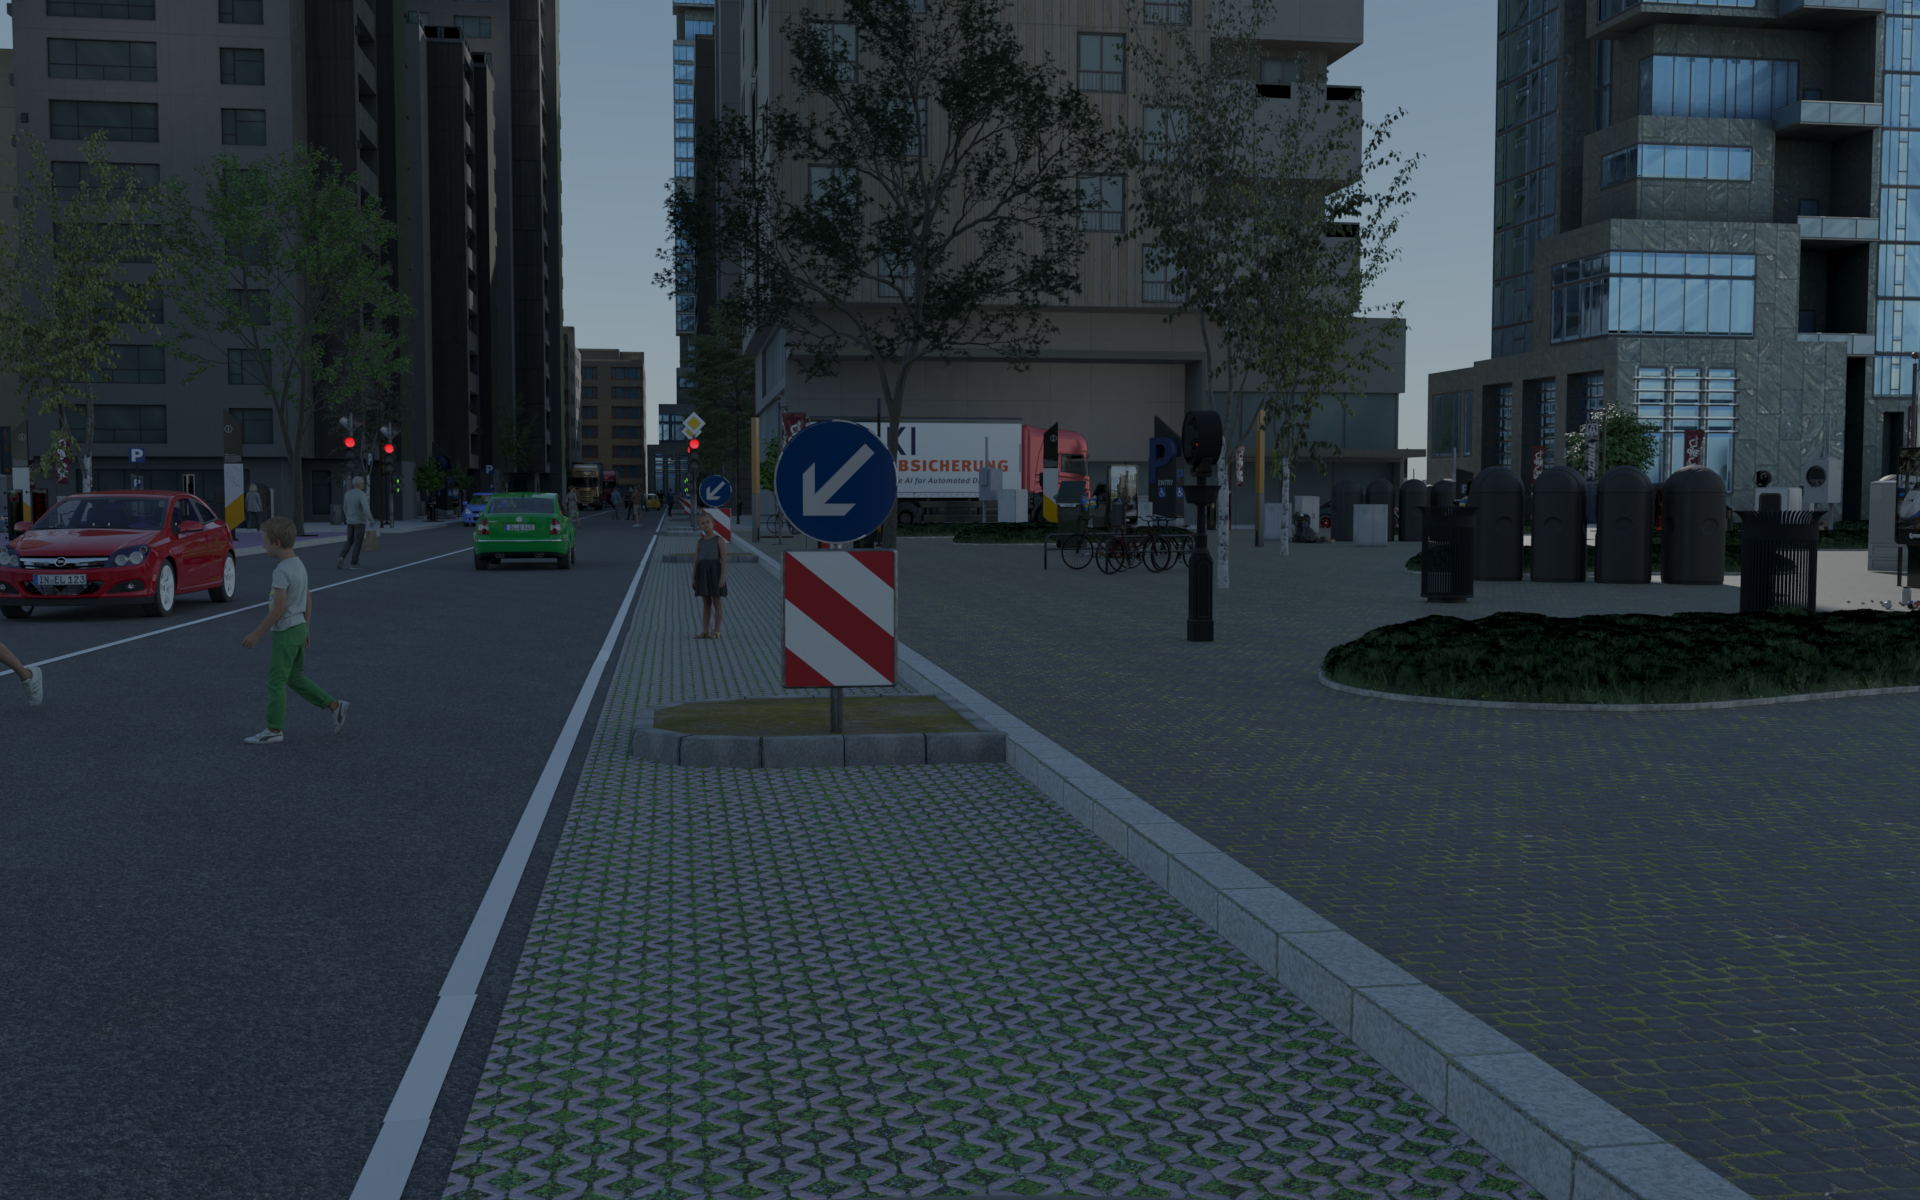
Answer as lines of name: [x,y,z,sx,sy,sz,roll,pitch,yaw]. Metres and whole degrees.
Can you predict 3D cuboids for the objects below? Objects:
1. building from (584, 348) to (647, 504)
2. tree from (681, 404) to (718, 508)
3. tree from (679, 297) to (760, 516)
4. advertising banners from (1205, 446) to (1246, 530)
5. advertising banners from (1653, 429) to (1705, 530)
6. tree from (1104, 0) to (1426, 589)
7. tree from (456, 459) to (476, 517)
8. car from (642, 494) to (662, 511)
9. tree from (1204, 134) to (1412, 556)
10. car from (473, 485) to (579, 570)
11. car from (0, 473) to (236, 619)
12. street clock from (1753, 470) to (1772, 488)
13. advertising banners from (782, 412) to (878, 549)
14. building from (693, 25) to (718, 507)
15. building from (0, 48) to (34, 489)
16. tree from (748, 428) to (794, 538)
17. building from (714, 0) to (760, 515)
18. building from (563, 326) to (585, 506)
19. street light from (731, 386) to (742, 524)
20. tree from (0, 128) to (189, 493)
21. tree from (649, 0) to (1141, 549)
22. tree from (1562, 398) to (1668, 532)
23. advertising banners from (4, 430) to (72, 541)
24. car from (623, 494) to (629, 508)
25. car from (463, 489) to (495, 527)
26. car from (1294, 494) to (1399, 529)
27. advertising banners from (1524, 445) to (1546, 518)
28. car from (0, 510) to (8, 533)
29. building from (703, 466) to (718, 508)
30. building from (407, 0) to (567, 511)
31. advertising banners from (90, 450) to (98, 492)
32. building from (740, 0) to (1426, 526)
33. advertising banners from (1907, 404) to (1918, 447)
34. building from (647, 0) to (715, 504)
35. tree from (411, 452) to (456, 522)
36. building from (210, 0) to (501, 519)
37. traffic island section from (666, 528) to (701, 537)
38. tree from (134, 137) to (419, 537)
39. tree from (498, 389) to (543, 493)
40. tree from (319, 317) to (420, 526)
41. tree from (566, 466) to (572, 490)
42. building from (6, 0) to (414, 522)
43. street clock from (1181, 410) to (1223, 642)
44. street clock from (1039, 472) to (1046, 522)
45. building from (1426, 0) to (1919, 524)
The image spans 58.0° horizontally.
building: [-57.198,-23.775,233.760,28.899,21.520,27.650,-1,4,-9]
tree: [-19.768,-11.387,136.538,4.737,8.622,4.395,0,3,0]
tree: [-12.642,-11.100,99.608,7.486,12.596,7.792,0,3,0]
advertising banners: [9.545,-4.036,62.184,2.074,3.025,0.090,-3,4,-37]
advertising banners: [19.103,-3.114,47.105,2.074,3.025,0.090,1,4,20]
tree: [3.673,-4.449,23.104,4.360,8.622,3.978,0,3,0]
tree: [-28.023,-6.231,96.479,1.663,3.219,1.824,0,3,0]
car: [-27.001,-8.598,150.798,2.015,1.641,3.980,0,4,-8]
tree: [7.018,-5.240,36.034,4.737,8.622,4.395,0,3,0]
car: [-8.550,-1.554,34.207,1.959,1.807,4.718,-1,4,-10]
car: [-10.331,-0.755,21.379,2.155,1.783,4.494,-1,4,-9]
street clock: [24.574,-2.967,53.086,0.358,2.002,0.471,-3,5,-42]
advertising banners: [-2.786,-2.503,37.107,2.074,3.025,0.090,0,4,5]
building: [-16.408,-33.912,178.162,21.300,48.544,21.600,-1,4,-9]
building: [-105.551,-34.818,192.979,21.600,48.544,21.300,-1,4,-9]
tree: [-5.499,-3.450,51.013,1.663,3.219,1.824,0,3,0]
building: [-6.411,-35.369,120.282,21.231,58.520,28.212,-1,4,-9]
building: [-58.793,-21.599,198.190,28.899,21.520,27.650,-1,4,-9]
street light: [-9.472,-6.176,73.769,0.468,5.910,1.993,-1,4,-9]
tree: [-17.560,-5.123,34.123,4.737,8.622,4.395,0,3,0]
tree: [-1.277,-5.789,29.067,8.767,10.594,7.601,0,4,4]
tree: [22.389,-4.610,59.089,4.285,4.588,4.351,0,3,0]
advertising banners: [-25.120,-3.121,47.223,2.074,3.025,0.090,1,4,9]
car: [-33.510,-10.254,177.438,2.009,1.686,4.222,-1,4,-11]
car: [-21.071,-4.125,77.038,1.945,1.707,3.694,-1,4,-8]
car: [15.137,-3.529,67.486,4.222,1.686,2.009,-1,4,-8]
advertising banners: [19.977,-4.028,62.041,2.074,3.025,0.090,0,4,-7]
car: [-34.253,-2.849,58.589,4.499,1.417,2.014,-1,4,-11]
building: [-12.951,-43.923,156.385,20.563,71.187,20.611,-1,4,-9]
building: [-37.505,-27.325,130.353,14.154,41.232,14.086,-1,4,-9]
advertising banners: [-33.578,-4.350,67.304,0.090,3.025,2.074,-3,5,-39]
building: [3.357,-30.031,80.241,27.495,52.752,28.713,-1,4,-9]
advertising banners: [18.779,-2.359,34.755,0.090,3.025,2.074,1,4,9]
building: [-27.005,-56.424,235.198,31.000,86.520,22.319,-1,4,-9]
tree: [-24.541,-5.230,80.104,1.663,3.219,1.824,0,3,0]
building: [-36.524,-20.515,107.120,14.160,30.474,14.107,-1,4,-9]
traffic island section: [-9.041,-2.261,59.251,2.009,0.180,2.903,-1,4,-9]
tree: [-20.101,-7.715,51.893,9.928,11.665,9.643,0,3,0]
tree: [-31.697,-10.484,121.768,4.737,8.622,4.395,0,3,0]
tree: [-23.611,-7.250,68.907,4.360,8.622,3.978,0,3,0]
tree: [-42.343,-12.242,183.869,4.285,4.588,4.351,0,3,0]
building: [-33.560,-18.840,79.737,14.160,30.474,14.107,-1,4,-9]
street clock: [2.098,-0.642,15.064,0.358,2.002,0.471,-1,4,-10]
street clock: [2.778,-3.246,57.639,0.358,2.002,0.471,1,4,12]
building: [40.538,-47.094,82.666,31.000,86.520,22.319,-1,4,-9]
